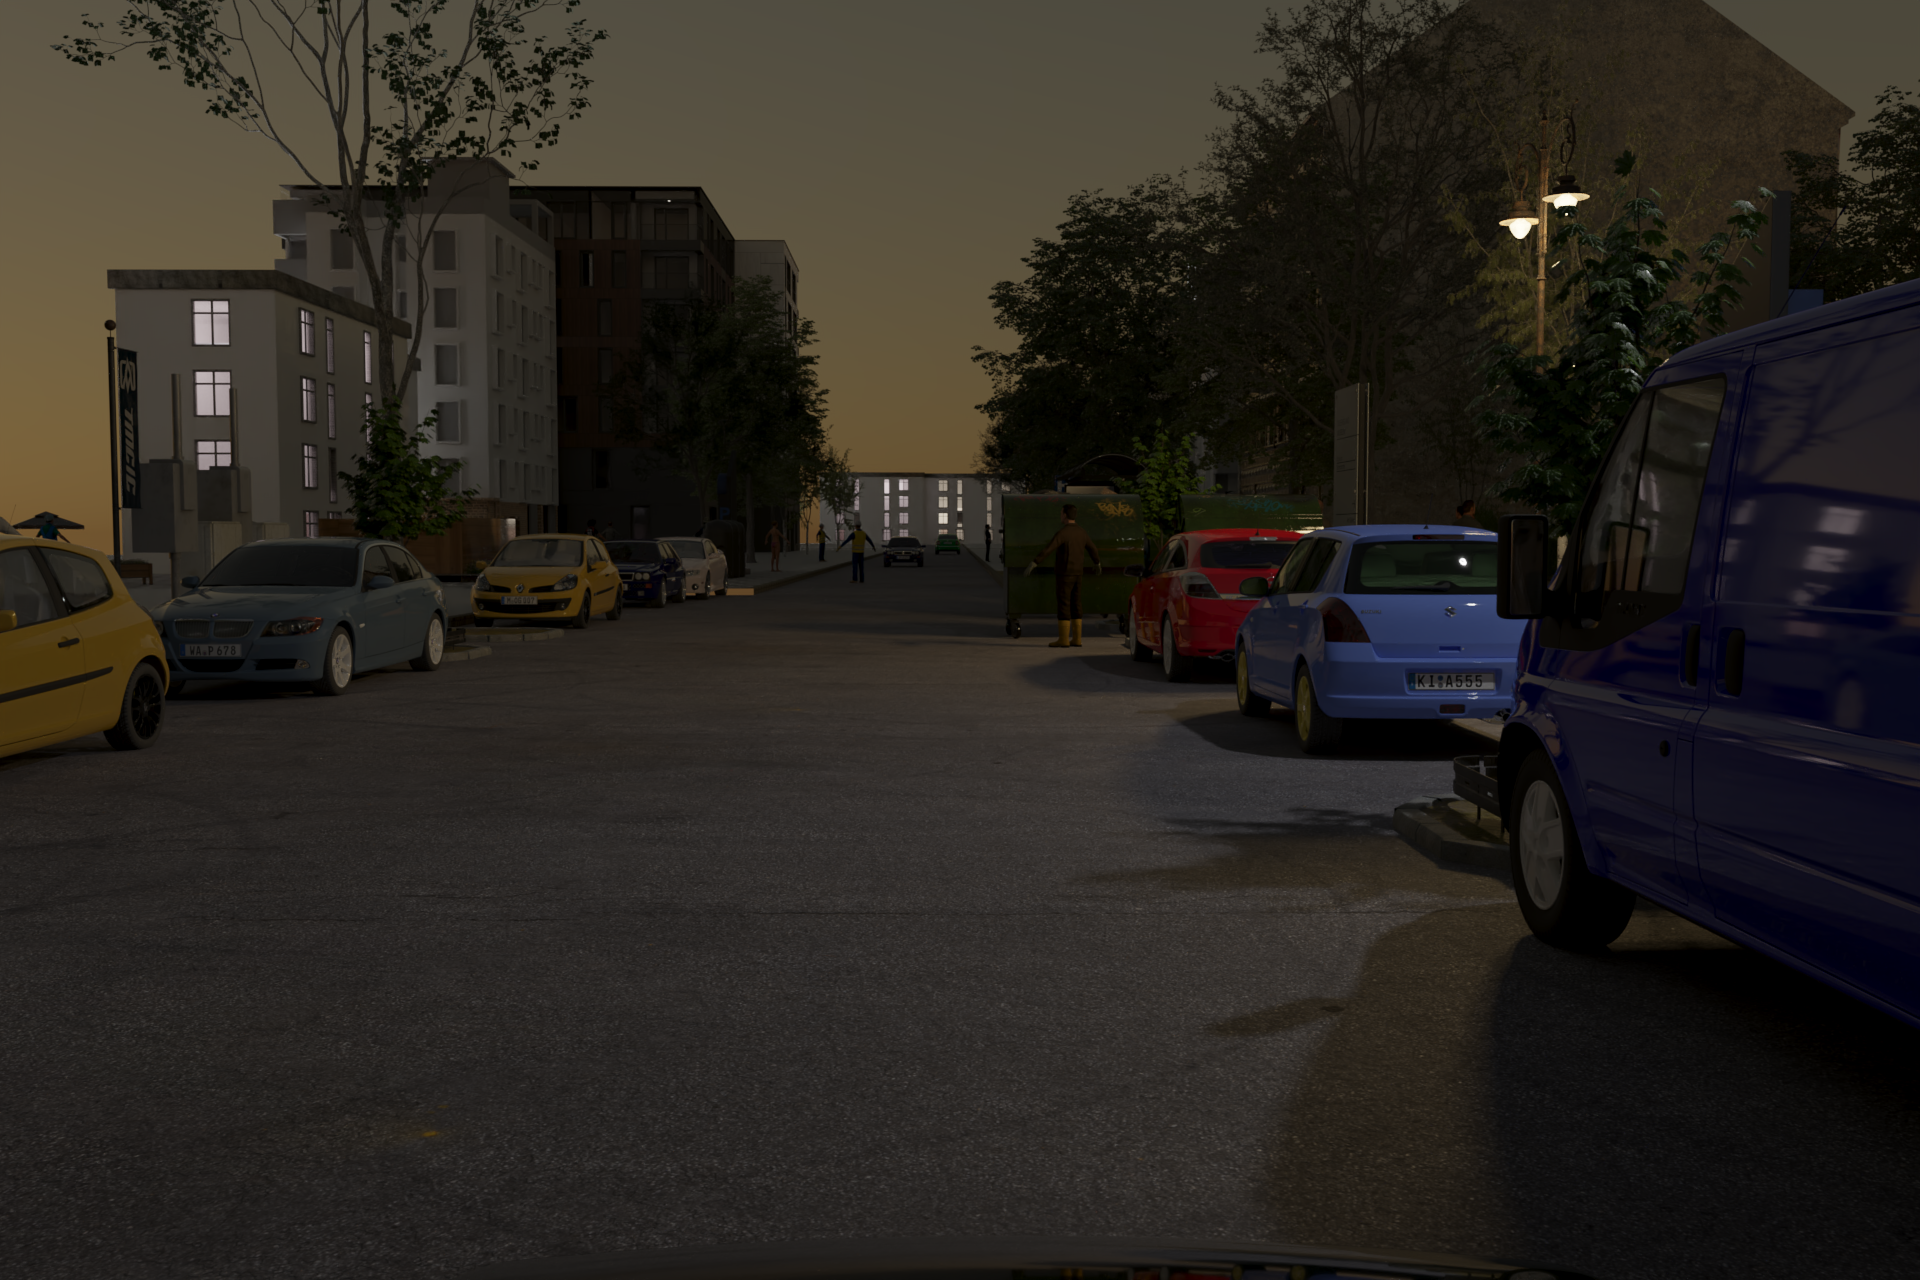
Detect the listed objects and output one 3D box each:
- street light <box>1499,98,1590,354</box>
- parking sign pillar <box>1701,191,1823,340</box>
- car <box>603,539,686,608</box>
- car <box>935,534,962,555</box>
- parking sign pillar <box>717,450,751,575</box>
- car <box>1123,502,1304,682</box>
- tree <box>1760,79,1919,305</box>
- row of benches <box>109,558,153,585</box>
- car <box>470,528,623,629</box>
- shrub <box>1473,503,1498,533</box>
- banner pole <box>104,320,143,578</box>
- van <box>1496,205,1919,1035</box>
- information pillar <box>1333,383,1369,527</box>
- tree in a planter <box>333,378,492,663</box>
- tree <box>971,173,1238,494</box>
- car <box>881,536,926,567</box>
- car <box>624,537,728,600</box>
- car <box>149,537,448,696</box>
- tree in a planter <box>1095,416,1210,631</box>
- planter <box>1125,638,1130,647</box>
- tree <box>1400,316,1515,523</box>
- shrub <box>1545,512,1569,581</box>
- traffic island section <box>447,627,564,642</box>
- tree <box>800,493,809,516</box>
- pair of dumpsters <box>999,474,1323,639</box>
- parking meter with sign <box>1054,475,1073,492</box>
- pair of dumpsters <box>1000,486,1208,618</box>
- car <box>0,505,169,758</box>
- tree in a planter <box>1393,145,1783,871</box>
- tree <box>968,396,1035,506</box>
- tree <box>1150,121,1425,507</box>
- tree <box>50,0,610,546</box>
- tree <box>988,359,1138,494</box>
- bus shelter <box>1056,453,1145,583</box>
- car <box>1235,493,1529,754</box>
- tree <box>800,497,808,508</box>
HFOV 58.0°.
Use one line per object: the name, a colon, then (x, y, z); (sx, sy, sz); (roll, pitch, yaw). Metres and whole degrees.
street light: (6.356, -2.827, 19.007); (0.468, 5.910, 1.993); (0, 4, 0)
parking sign pillar: (6.578, -1.582, 14.340); (1.447, 3.967, 1.447); (0, 4, 0)
car: (-6.585, -1.355, 34.736); (1.945, 1.354, 3.894); (0, 4, 0)
car: (-0.855, -6.927, 122.051); (1.959, 1.807, 4.718); (0, 3, 0)
parking sign pillar: (-7.394, -4.075, 55.092); (1.447, 3.967, 1.447); (0, 4, 1)
car: (2.856, -0.565, 18.277); (2.155, 1.783, 4.494); (0, 4, -1)
tree: (26.434, -8.677, 48.532); (9.857, 13.997, 8.962); (0, 3, 0)
row of benches: (-21.968, -1.663, 42.660); (4.104, 0.672, 1.422); (-3, 5, -41)
car: (-6.489, -1.050, 27.395); (2.015, 1.641, 3.980); (0, 4, 0)
shrub: (12.980, -2.404, 43.350); (1.661, 2.075, 1.752); (0, 3, 0)
banner pole: (-9.915, -1.868, 20.552); (0.401, 3.779, 0.863); (0, 4, 0)
van: (2.959, 0.006, 4.294); (2.240, 2.365, 5.245); (0, 4, -1)
information pillar: (6.260, -2.232, 27.801); (0.184, 3.620, 1.656); (0, 4, 0)
tree in a planter: (-6.588, -1.400, 20.107); (1.991, 3.239, 1.994); (0, 4, 1)
tree: (5.251, -9.490, 61.811); (9.857, 13.997, 8.962); (0, 3, 0)
car: (-2.462, -3.885, 76.096); (1.945, 1.354, 3.894); (0, 4, -1)
car: (-6.398, -1.645, 39.251); (2.083, 1.381, 4.827); (0, 4, 0)
car: (-6.340, -0.297, 16.851); (2.014, 1.417, 4.499); (0, 3, 0)
tree in a planter: (3.079, -1.783, 26.371); (1.991, 3.239, 1.994); (0, 4, 1)
planter: (3.130, -0.055, 22.044); (1.991, 0.319, 1.994); (0, 4, -1)
tree: (16.681, -6.505, 56.725); (4.360, 8.622, 3.978); (0, 3, 0)
shrub: (16.100, -2.639, 47.573); (1.690, 2.028, 1.600); (0, 3, 0)
traffic island section: (-6.590, -0.069, 24.000); (1.991, 0.108, 1.994); (0, 3, 0)
tree: (-22.427, -17.576, 237.733); (4.737, 8.622, 4.395); (0, 3, 0)
pair of dumpsters: (2.756, -1.178, 24.213); (4.436, 2.255, 1.574); (0, 4, -1)
parking meter with sign: (3.094, -3.321, 50.554); (0.543, 3.016, 1.738); (0, 4, -2)
pair of dumpsters: (2.903, -1.519, 29.782); (4.436, 2.255, 1.574); (0, 3, 0)
car: (-6.242, 0.005, 10.148); (2.015, 1.641, 3.980); (0, 4, -1)
tree in a planter: (3.112, -0.659, 8.004); (1.991, 3.239, 1.994); (0, 3, 0)
tree: (5.801, -14.329, 144.648); (12.009, 13.543, 11.850); (0, 3, 0)
tree: (9.256, -7.982, 48.631); (7.486, 12.596, 7.792); (0, 3, 0)
tree: (-13.096, -10.992, 35.616); (12.611, 20.169, 13.585); (0, 3, 0)
tree: (5.689, -9.473, 89.292); (8.767, 10.594, 7.601); (0, 4, 1)
bus shelter: (3.767, -3.195, 46.169); (2.014, 3.302, 5.546); (0, 4, -1)
car: (3.059, -0.183, 12.581); (1.945, 1.707, 3.694); (0, 4, 0)
tree: (-22.082, -17.263, 232.610); (4.360, 8.622, 3.978); (0, 3, 0)
